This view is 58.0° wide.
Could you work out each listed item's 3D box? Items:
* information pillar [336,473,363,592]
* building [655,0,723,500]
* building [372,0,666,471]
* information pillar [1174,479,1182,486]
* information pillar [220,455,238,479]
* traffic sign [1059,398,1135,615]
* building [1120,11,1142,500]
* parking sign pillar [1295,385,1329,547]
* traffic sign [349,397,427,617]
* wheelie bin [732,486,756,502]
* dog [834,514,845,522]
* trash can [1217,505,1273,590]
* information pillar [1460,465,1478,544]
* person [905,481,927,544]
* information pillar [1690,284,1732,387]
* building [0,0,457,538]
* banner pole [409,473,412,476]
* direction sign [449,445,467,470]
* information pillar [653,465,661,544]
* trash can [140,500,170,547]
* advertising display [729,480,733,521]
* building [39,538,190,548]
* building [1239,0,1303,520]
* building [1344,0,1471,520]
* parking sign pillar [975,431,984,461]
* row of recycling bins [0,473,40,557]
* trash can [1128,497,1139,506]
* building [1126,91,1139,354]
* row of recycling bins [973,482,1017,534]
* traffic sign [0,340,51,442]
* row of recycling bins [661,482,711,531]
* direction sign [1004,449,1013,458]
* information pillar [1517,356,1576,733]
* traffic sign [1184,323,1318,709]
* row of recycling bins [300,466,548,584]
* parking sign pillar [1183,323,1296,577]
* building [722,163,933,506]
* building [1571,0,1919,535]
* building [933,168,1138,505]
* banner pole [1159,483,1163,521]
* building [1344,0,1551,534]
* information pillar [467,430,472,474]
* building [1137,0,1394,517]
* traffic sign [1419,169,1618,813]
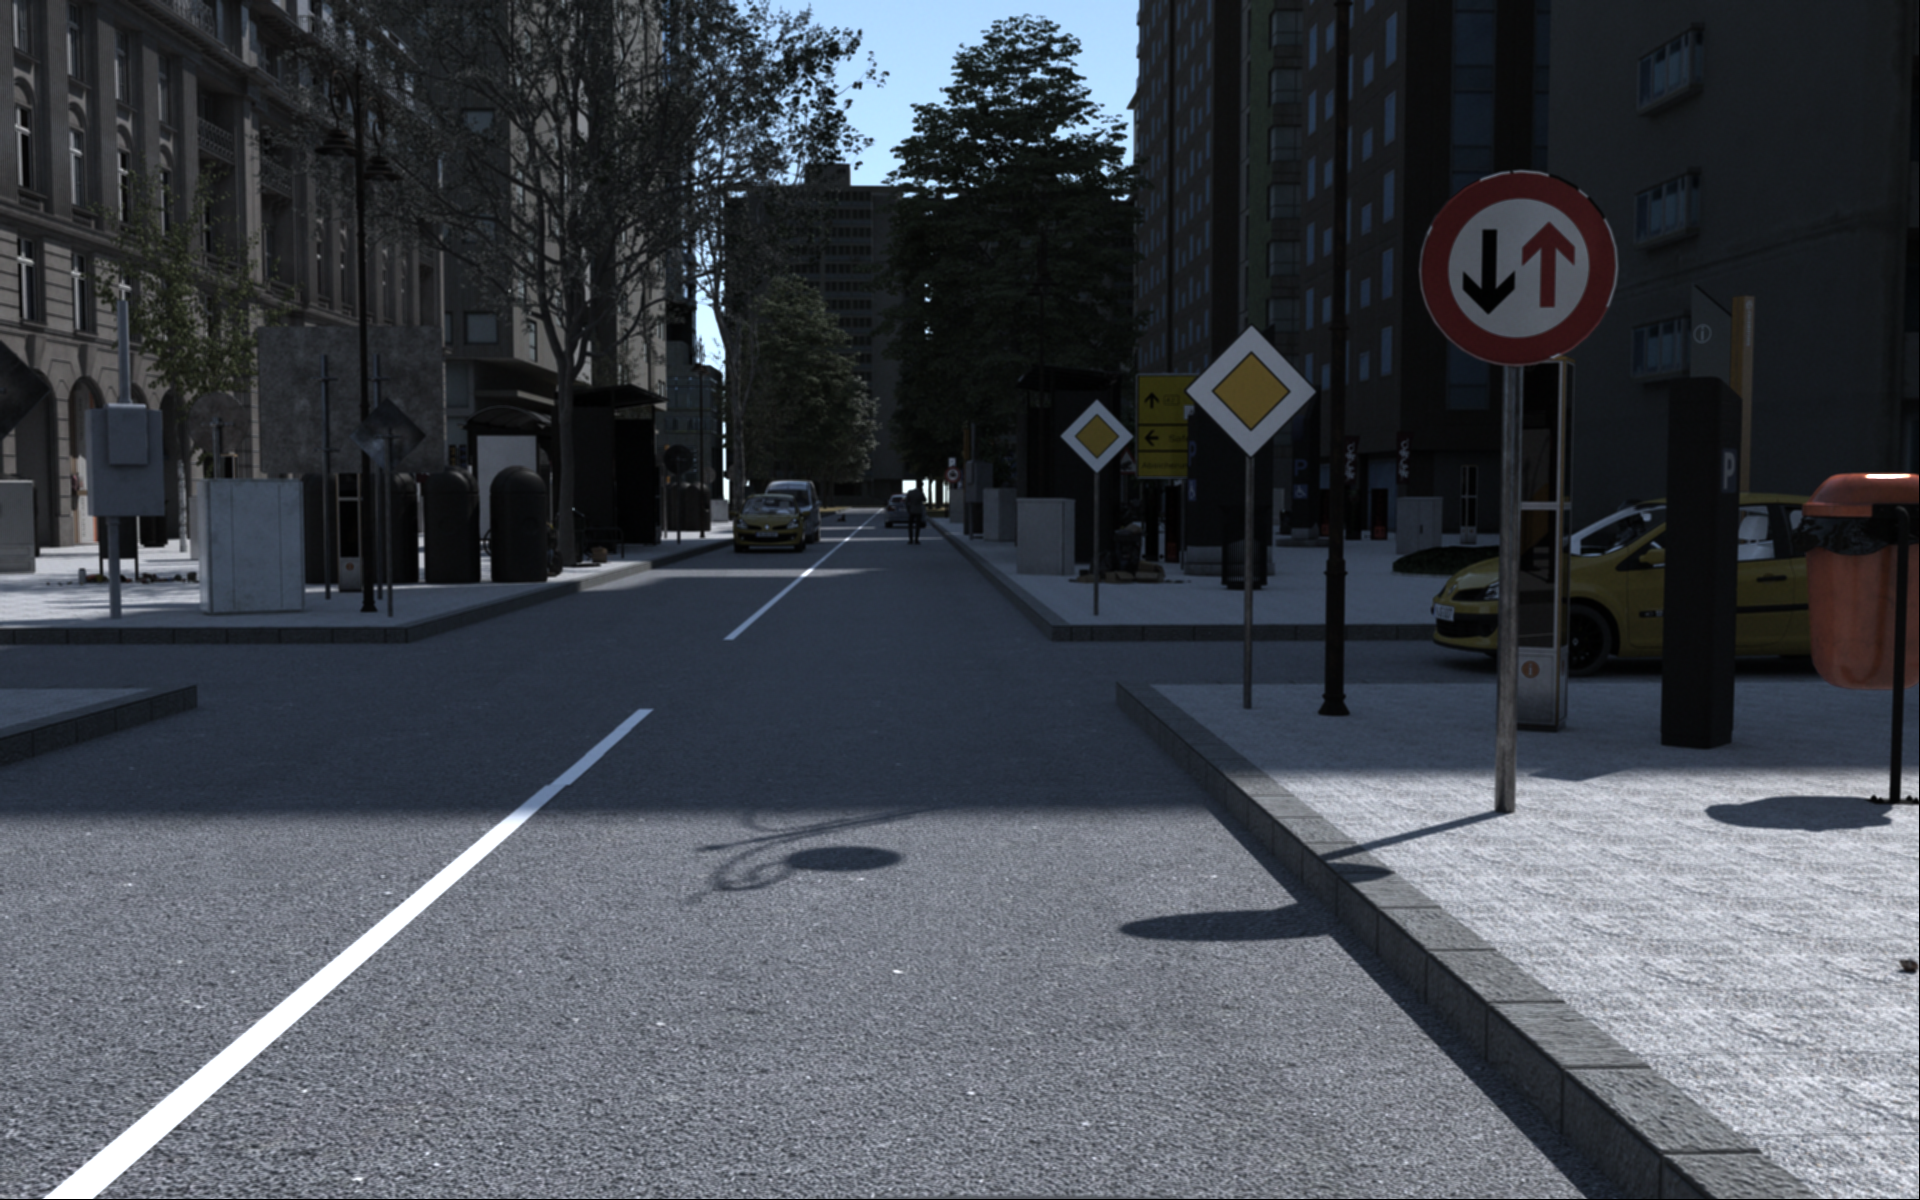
[{"bbox_3d":[-7.980,-1.112,22.679,0.304,2.012,0.304,-1,4,-11],"label":"information pillar"},{"bbox_3d":[-43.350,-54.142,197.894,31.000,86.520,22.319,0,4,-2],"label":"building"},{"bbox_3d":[-38.602,-33.644,139.321,27.495,52.752,28.713,0,4,-2],"label":"building"},{"bbox_3d":[10.301,-5.504,81.348,0.504,3.616,0.183,1,4,21],"label":"information pillar"},{"bbox_3d":[-13.645,-1.702,32.317,0.304,2.012,0.304,-1,4,-12],"label":"information pillar"},{"bbox_3d":[1.438,-0.895,18.280,0.795,2.450,0.064,0,4,-2],"label":"traffic sign"},{"bbox_3d":[22.653,-50.546,139.097,22.319,86.520,31.000,0,4,-2],"label":"building"},{"bbox_3d":[8.448,-3.289,42.254,1.447,3.967,1.447,1,4,23],"label":"parking sign pillar"},{"bbox_3d":[-5.952,-0.881,18.044,0.795,2.450,0.064,0,4,-2],"label":"traffic sign"},{"bbox_3d":[-8.396,-3.621,67.118,0.693,1.594,0.980,-3,5,-41],"label":"wheelie bin"},{"bbox_3d":[-6.230,-4.286,90.263,0.748,0.427,0.550,-1,4,-14],"label":"dog"},{"bbox_3d":[3.831,-0.713,23.315,0.748,1.137,0.748,0,3,0],"label":"trash can"},{"bbox_3d":[12.978,-2.426,44.162,0.304,2.012,0.304,-1,4,-13],"label":"information pillar"},{"bbox_3d":[-1.277,-2.507,49.673,0.592,1.802,0.473,1,4,20],"label":"person"},{"bbox_3d":[8.321,-1.706,19.251,0.183,3.616,0.504,-3,4,-38],"label":"information pillar"},{"bbox_3d":[-28.727,-13.735,66.359,13.314,21.916,24.055,0,4,-2],"label":"building"},{"bbox_3d":[-14.303,-3.315,44.215,0.401,3.779,0.863,2,4,33],"label":"banner pole"},{"bbox_3d":[-23.070,-5.360,79.634,0.876,3.537,0.379,1,4,15],"label":"direction sign"},{"bbox_3d":[-7.890,-2.444,44.452,0.304,2.012,0.304,1,4,22],"label":"information pillar"},{"bbox_3d":[-19.500,-1.848,41.876,0.748,1.137,0.748,0,3,0],"label":"trash can"},{"bbox_3d":[-10.857,-4.699,82.047,0.123,1.923,0.974,-1,4,-9],"label":"advertising display"},{"bbox_3d":[-27.538,-12.268,42.376,13.314,21.916,24.055,0,4,-2],"label":"building"},{"bbox_3d":[20.636,-24.466,83.610,14.154,41.232,14.086,0,4,-2],"label":"building"},{"bbox_3d":[20.738,-27.730,103.502,14.600,45.320,14.200,0,4,-2],"label":"building"},{"bbox_3d":[0.981,-5.309,75.278,1.447,3.967,1.447,-1,4,-10],"label":"parking sign pillar"},{"bbox_3d":[-19.126,-1.653,34.136,1.069,1.692,3.534,0,4,-7],"label":"row of recycling bins"},{"bbox_3d":[9.305,-4.994,93.306,0.748,1.137,0.748,0,3,0],"label":"trash can"},{"bbox_3d":[35.197,-37.714,205.854,27.495,52.752,28.713,0,4,-2],"label":"building"},{"bbox_3d":[1.694,-3.078,57.441,1.069,1.692,3.534,3,5,41],"label":"row of recycling bins"},{"bbox_3d":[-5.674,-0.393,10.063,0.795,2.450,0.064,0,4,-2],"label":"traffic sign"},{"bbox_3d":[-9.803,-3.289,60.888,1.069,1.692,3.534,-2,4,-33],"label":"row of recycling bins"},{"bbox_3d":[2.407,-5.851,87.656,0.379,3.537,0.876,3,5,41],"label":"direction sign"},{"bbox_3d":[3.149,-0.302,9.436,0.304,2.012,0.304,2,4,28],"label":"information pillar"},{"bbox_3d":[1.717,-0.407,10.300,0.795,2.450,0.064,0,4,-2],"label":"traffic sign"},{"bbox_3d":[-7.782,-1.102,25.130,3.534,1.692,1.069,0,4,-6],"label":"row of recycling bins"},{"bbox_3d":[4.288,-2.385,27.460,1.447,3.967,1.447,-1,4,-14],"label":"parking sign pillar"},{"bbox_3d":[-15.773,-31.461,206.262,23.993,40.220,32.217,0,4,-2],"label":"building"},{"bbox_3d":[26.033,-25.492,40.500,21.600,48.544,21.300,0,4,-2],"label":"building"},{"bbox_3d":[8.423,-31.550,207.726,23.993,40.220,32.217,0,4,-2],"label":"building"},{"bbox_3d":[9.676,-5.704,83.277,0.401,3.779,0.863,1,4,16],"label":"banner pole"},{"bbox_3d":[20.684,-25.154,61.372,14.600,45.320,14.200,0,4,-2],"label":"building"},{"bbox_3d":[-14.107,-3.610,50.379,0.183,3.616,0.504,2,4,24],"label":"information pillar"},{"bbox_3d":[19.957,-28.598,117.690,14.600,45.320,14.200,0,4,-2],"label":"building"},{"bbox_3d":[2.202,-0.417,6.920,0.768,2.556,0.104,0,4,5],"label":"traffic sign"}]
